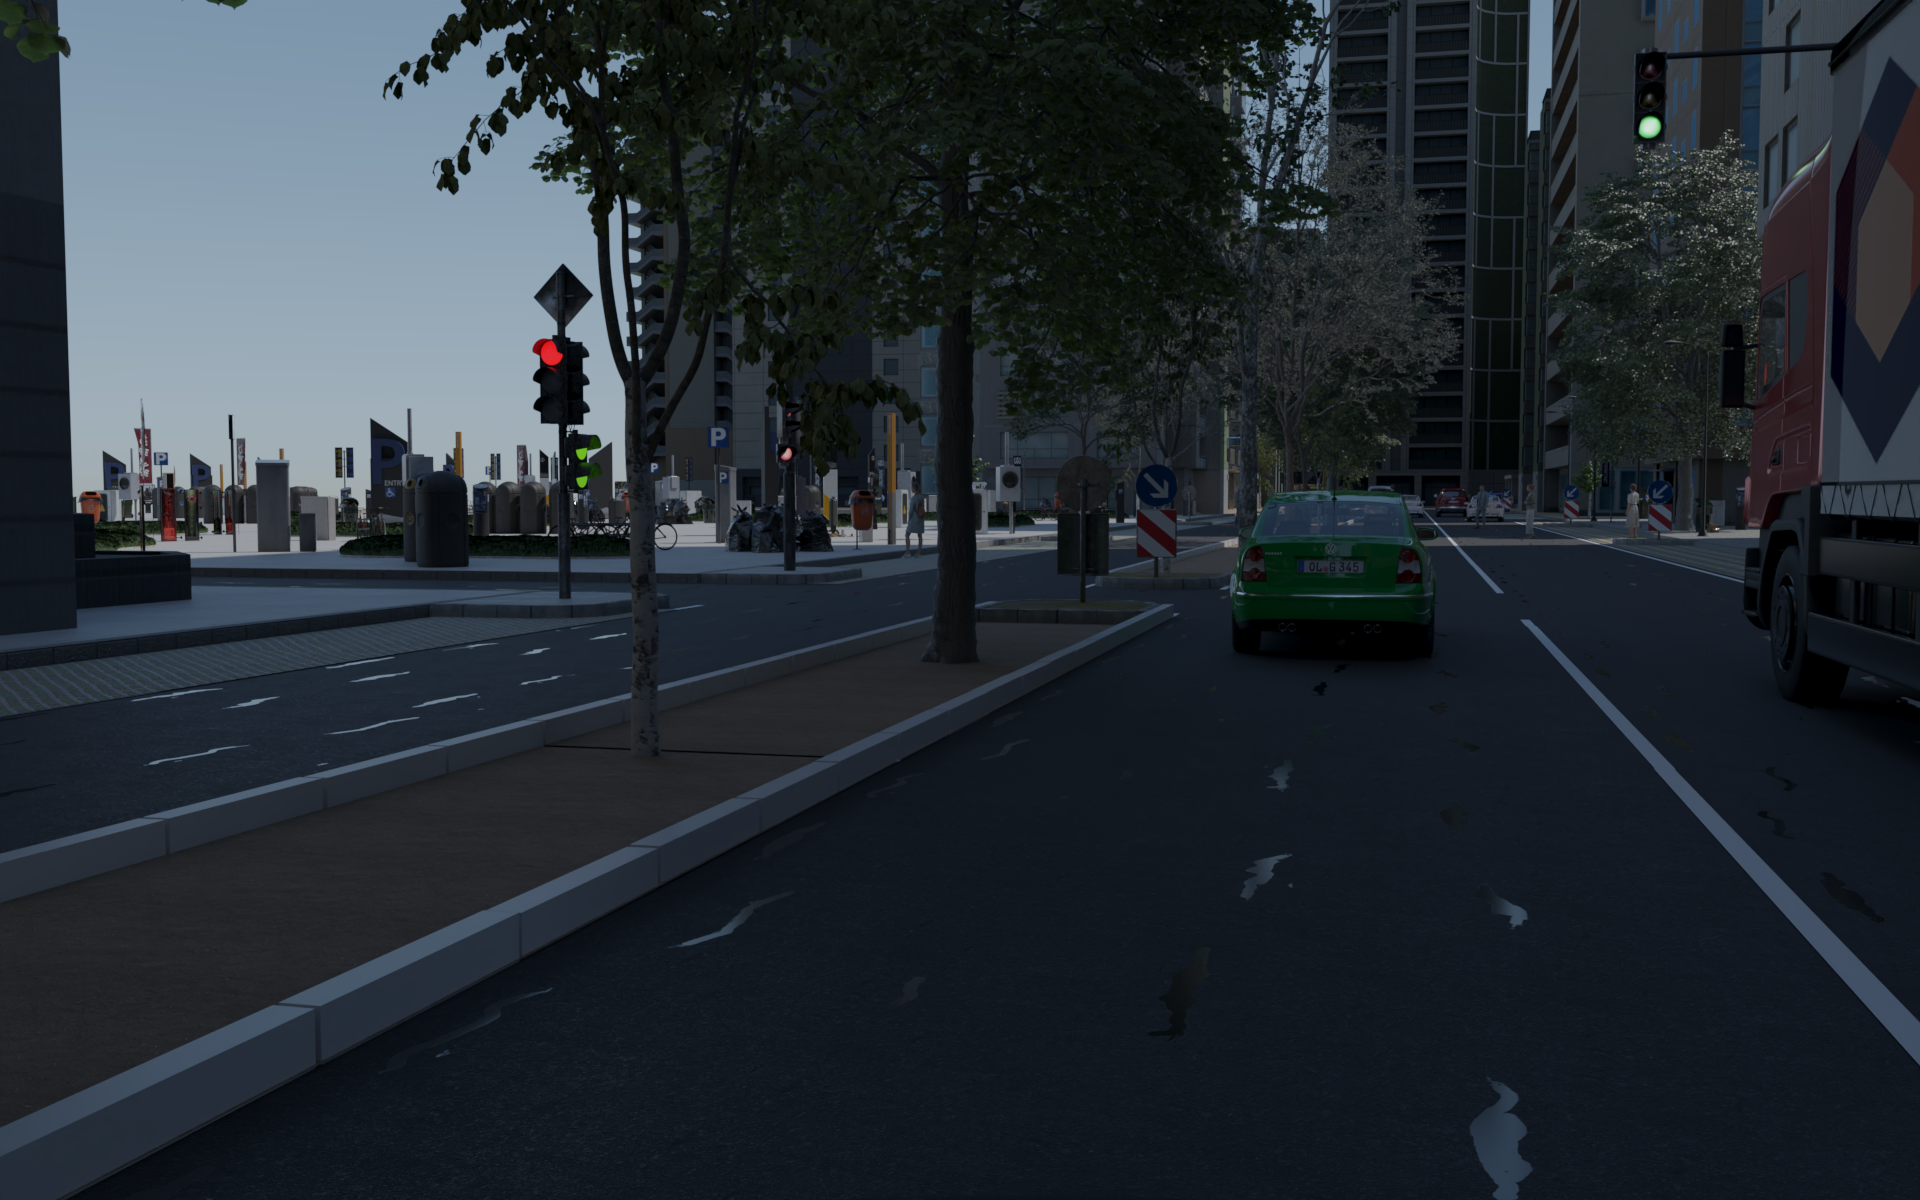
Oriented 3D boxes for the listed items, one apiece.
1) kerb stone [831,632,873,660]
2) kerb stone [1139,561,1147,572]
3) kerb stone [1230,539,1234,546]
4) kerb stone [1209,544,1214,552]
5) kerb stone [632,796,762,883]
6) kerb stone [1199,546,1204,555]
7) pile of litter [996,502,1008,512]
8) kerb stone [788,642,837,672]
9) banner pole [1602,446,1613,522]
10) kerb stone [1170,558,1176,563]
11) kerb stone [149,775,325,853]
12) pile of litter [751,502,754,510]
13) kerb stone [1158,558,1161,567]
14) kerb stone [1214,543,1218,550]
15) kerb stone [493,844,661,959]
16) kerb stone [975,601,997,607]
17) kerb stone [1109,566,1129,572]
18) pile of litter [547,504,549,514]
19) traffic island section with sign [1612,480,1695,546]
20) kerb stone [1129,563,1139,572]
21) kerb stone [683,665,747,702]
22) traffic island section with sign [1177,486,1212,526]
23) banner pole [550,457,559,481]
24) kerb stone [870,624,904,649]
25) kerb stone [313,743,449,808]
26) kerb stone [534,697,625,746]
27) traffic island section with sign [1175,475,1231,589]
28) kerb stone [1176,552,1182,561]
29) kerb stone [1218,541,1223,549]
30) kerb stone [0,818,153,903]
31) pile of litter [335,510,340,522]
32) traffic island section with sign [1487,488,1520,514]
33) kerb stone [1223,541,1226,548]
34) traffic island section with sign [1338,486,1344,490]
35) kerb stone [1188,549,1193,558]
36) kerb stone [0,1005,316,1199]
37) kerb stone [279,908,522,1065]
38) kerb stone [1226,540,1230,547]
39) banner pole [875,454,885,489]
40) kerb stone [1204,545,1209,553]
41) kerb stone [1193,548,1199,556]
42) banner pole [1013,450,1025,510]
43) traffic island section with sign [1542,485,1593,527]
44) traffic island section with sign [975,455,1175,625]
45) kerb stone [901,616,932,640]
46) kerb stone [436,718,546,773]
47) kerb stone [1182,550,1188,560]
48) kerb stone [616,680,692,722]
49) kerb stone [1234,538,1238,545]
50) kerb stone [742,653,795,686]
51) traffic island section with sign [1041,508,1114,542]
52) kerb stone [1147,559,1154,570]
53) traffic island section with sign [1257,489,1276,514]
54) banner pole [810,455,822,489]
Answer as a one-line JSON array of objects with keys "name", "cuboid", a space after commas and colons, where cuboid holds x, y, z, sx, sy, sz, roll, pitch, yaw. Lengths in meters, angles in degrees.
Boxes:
[{"name": "kerb stone", "cuboid": [-1.001, 0.422, 15.298, 0.120, 0.150, 1.000, 1, 4, 14]}, {"name": "kerb stone", "cuboid": [3.243, -0.580, 31.684, 0.120, 0.150, 1.000, 1, 4, 14]}, {"name": "kerb stone", "cuboid": [7.346, -1.552, 47.578, 0.120, 0.150, 1.000, 1, 4, 14]}, {"name": "kerb stone", "cuboid": [6.063, -1.249, 42.612, 0.120, 0.150, 1.000, 1, 4, 14]}, {"name": "kerb stone", "cuboid": [-1.028, 0.943, 6.828, 0.120, 0.150, 1.000, 1, 4, 14]}, {"name": "kerb stone", "cuboid": [5.545, -1.126, 40.621, 0.120, 0.150, 1.000, 1, 4, 14]}, {"name": "pile of litter", "cuboid": [2.626, -5.152, 98.200, 1.719, 0.858, 1.176, 0, 4, 4]}, {"name": "kerb stone", "cuboid": [-1.257, 0.483, 14.302, 0.120, 0.150, 1.000, 1, 4, 14]}, {"name": "banner pole", "cuboid": [29.377, -5.412, 78.497, 0.863, 3.779, 0.401, -2, 4, -26]}, {"name": "kerb stone", "cuboid": [4.268, -0.822, 35.661, 0.120, 0.150, 1.000, 1, 4, 14]}, {"name": "kerb stone", "cuboid": [-3.061, 0.908, 7.351, 0.120, 0.150, 1.000, 1, 4, 14]}, {"name": "pile of litter", "cuboid": [-12.637, -5.469, 103.385, 1.719, 0.858, 1.176, 2, 4, 34]}, {"name": "kerb stone", "cuboid": [3.750, -0.702, 33.675, 0.120, 0.150, 1.000, 1, 4, 14]}, {"name": "kerb stone", "cuboid": [6.318, -1.310, 43.612, 0.120, 0.150, 1.000, 1, 4, 14]}, {"name": "kerb stone", "cuboid": [-1.282, 1.006, 5.832, 0.120, 0.150, 1.000, 1, 4, 14]}, {"name": "kerb stone", "cuboid": [0.285, 0.122, 20.262, 0.120, 0.150, 1.000, 1, 4, 14]}, {"name": "kerb stone", "cuboid": [2.724, -0.459, 29.705, 0.120, 0.150, 1.000, 1, 4, 14]}, {"name": "pile of litter", "cuboid": [-20.813, -4.505, 87.620, 1.719, 0.858, 1.176, 2, 4, 30]}, {"name": "traffic island section with sign", "cuboid": [19.538, -2.463, 48.900, 1.989, 1.847, 2.006, 1, 4, 14]}, {"name": "kerb stone", "cuboid": [2.987, -0.518, 30.693, 0.120, 0.150, 1.000, 1, 4, 14]}, {"name": "kerb stone", "cuboid": [-1.775, 0.607, 12.319, 0.120, 0.150, 1.000, 1, 4, 14]}, {"name": "traffic island section with sign", "cuboid": [10.555, -4.337, 79.540, 1.989, 1.847, 2.006, 1, 4, 14]}, {"name": "banner pole", "cuboid": [-24.105, -6.954, 103.710, 0.863, 3.779, 0.401, 0, 4, -3]}, {"name": "kerb stone", "cuboid": [-0.747, 0.361, 16.296, 0.120, 0.150, 1.000, 1, 4, 14]}, {"name": "kerb stone", "cuboid": [-2.799, 0.849, 8.344, 0.120, 0.150, 1.000, 1, 4, 14]}, {"name": "kerb stone", "cuboid": [-2.286, 0.726, 10.327, 0.120, 0.150, 1.000, 1, 4, 14]}, {"name": "traffic island section with sign", "cuboid": [3.166, -1.160, 27.107, 2.006, 1.907, 1.989, 1, 4, 14]}, {"name": "kerb stone", "cuboid": [4.526, -0.885, 36.660, 0.120, 0.150, 1.000, 1, 4, 14]}, {"name": "kerb stone", "cuboid": [6.584, -1.370, 44.599, 0.120, 0.150, 1.000, 1, 4, 14]}, {"name": "kerb stone", "cuboid": [-3.316, 0.969, 6.360, 0.120, 0.150, 1.000, 1, 4, 14]}, {"name": "pile of litter", "cuboid": [-23.050, -3.068, 64.132, 1.176, 0.858, 1.719, 0, 4, 6]}, {"name": "traffic island section with sign", "cuboid": [38.792, -7.018, 123.367, 1.989, 1.847, 2.006, 1, 4, 14]}, {"name": "kerb stone", "cuboid": [6.834, -1.431, 45.591, 0.120, 0.150, 1.000, 1, 4, 14]}, {"name": "traffic island section with sign", "cuboid": [21.979, -5.610, 99.862, 2.006, 1.907, 1.989, 1, 4, 14]}, {"name": "kerb stone", "cuboid": [5.024, -1.006, 38.643, 0.120, 0.150, 1.000, 1, 4, 14]}, {"name": "kerb stone", "cuboid": [-1.791, 1.122, 3.852, 0.120, 0.150, 1.000, 1, 4, 14]}, {"name": "kerb stone", "cuboid": [-1.535, 1.061, 4.841, 0.120, 0.150, 1.000, 1, 4, 14]}, {"name": "kerb stone", "cuboid": [7.091, -1.492, 46.583, 0.120, 0.150, 1.000, 1, 4, 14]}, {"name": "banner pole", "cuboid": [-5.010, -7.114, 106.336, 0.863, 3.779, 0.401, 1, 4, 17]}, {"name": "kerb stone", "cuboid": [5.809, -1.188, 41.617, 0.120, 0.150, 1.000, 1, 4, 14]}, {"name": "kerb stone", "cuboid": [5.289, -1.066, 39.631, 0.120, 0.150, 1.000, 1, 4, 14]}, {"name": "banner pole", "cuboid": [3.443, -6.669, 99.059, 0.863, 3.779, 0.401, 0, 4, -2]}, {"name": "traffic island section with sign", "cuboid": [26.293, -4.059, 74.998, 1.989, 1.847, 2.006, 1, 4, 14]}, {"name": "traffic island section with sign", "cuboid": [1.302, -0.722, 19.938, 2.006, 1.907, 1.989, 1, 4, 14]}, {"name": "kerb stone", "cuboid": [-0.489, 0.300, 17.285, 0.120, 0.150, 1.000, 1, 4, 14]}, {"name": "kerb stone", "cuboid": [-2.541, 0.788, 9.334, 0.120, 0.150, 1.000, 1, 4, 14]}, {"name": "kerb stone", "cuboid": [4.779, -0.945, 37.651, 0.120, 0.150, 1.000, 1, 4, 14]}, {"name": "kerb stone", "cuboid": [-2.027, 0.665, 11.317, 0.120, 0.150, 1.000, 1, 4, 14]}, {"name": "kerb stone", "cuboid": [7.604, -1.613, 48.568, 0.120, 0.150, 1.000, 1, 4, 14]}, {"name": "kerb stone", "cuboid": [-1.514, 0.546, 13.307, 0.120, 0.150, 1.000, 1, 4, 14]}, {"name": "traffic island section with sign", "cuboid": [3.625, -2.699, 52.763, 1.989, 1.847, 2.006, 1, 4, 14]}, {"name": "kerb stone", "cuboid": [3.496, -0.642, 32.684, 0.120, 0.150, 1.000, 1, 4, 14]}, {"name": "traffic island section with sign", "cuboid": [22.949, -7.268, 127.461, 1.989, 1.847, 2.006, 1, 4, 14]}, {"name": "banner pole", "cuboid": [-7.995, -6.440, 95.309, 0.863, 3.779, 0.401, 1, 4, 15]}]
